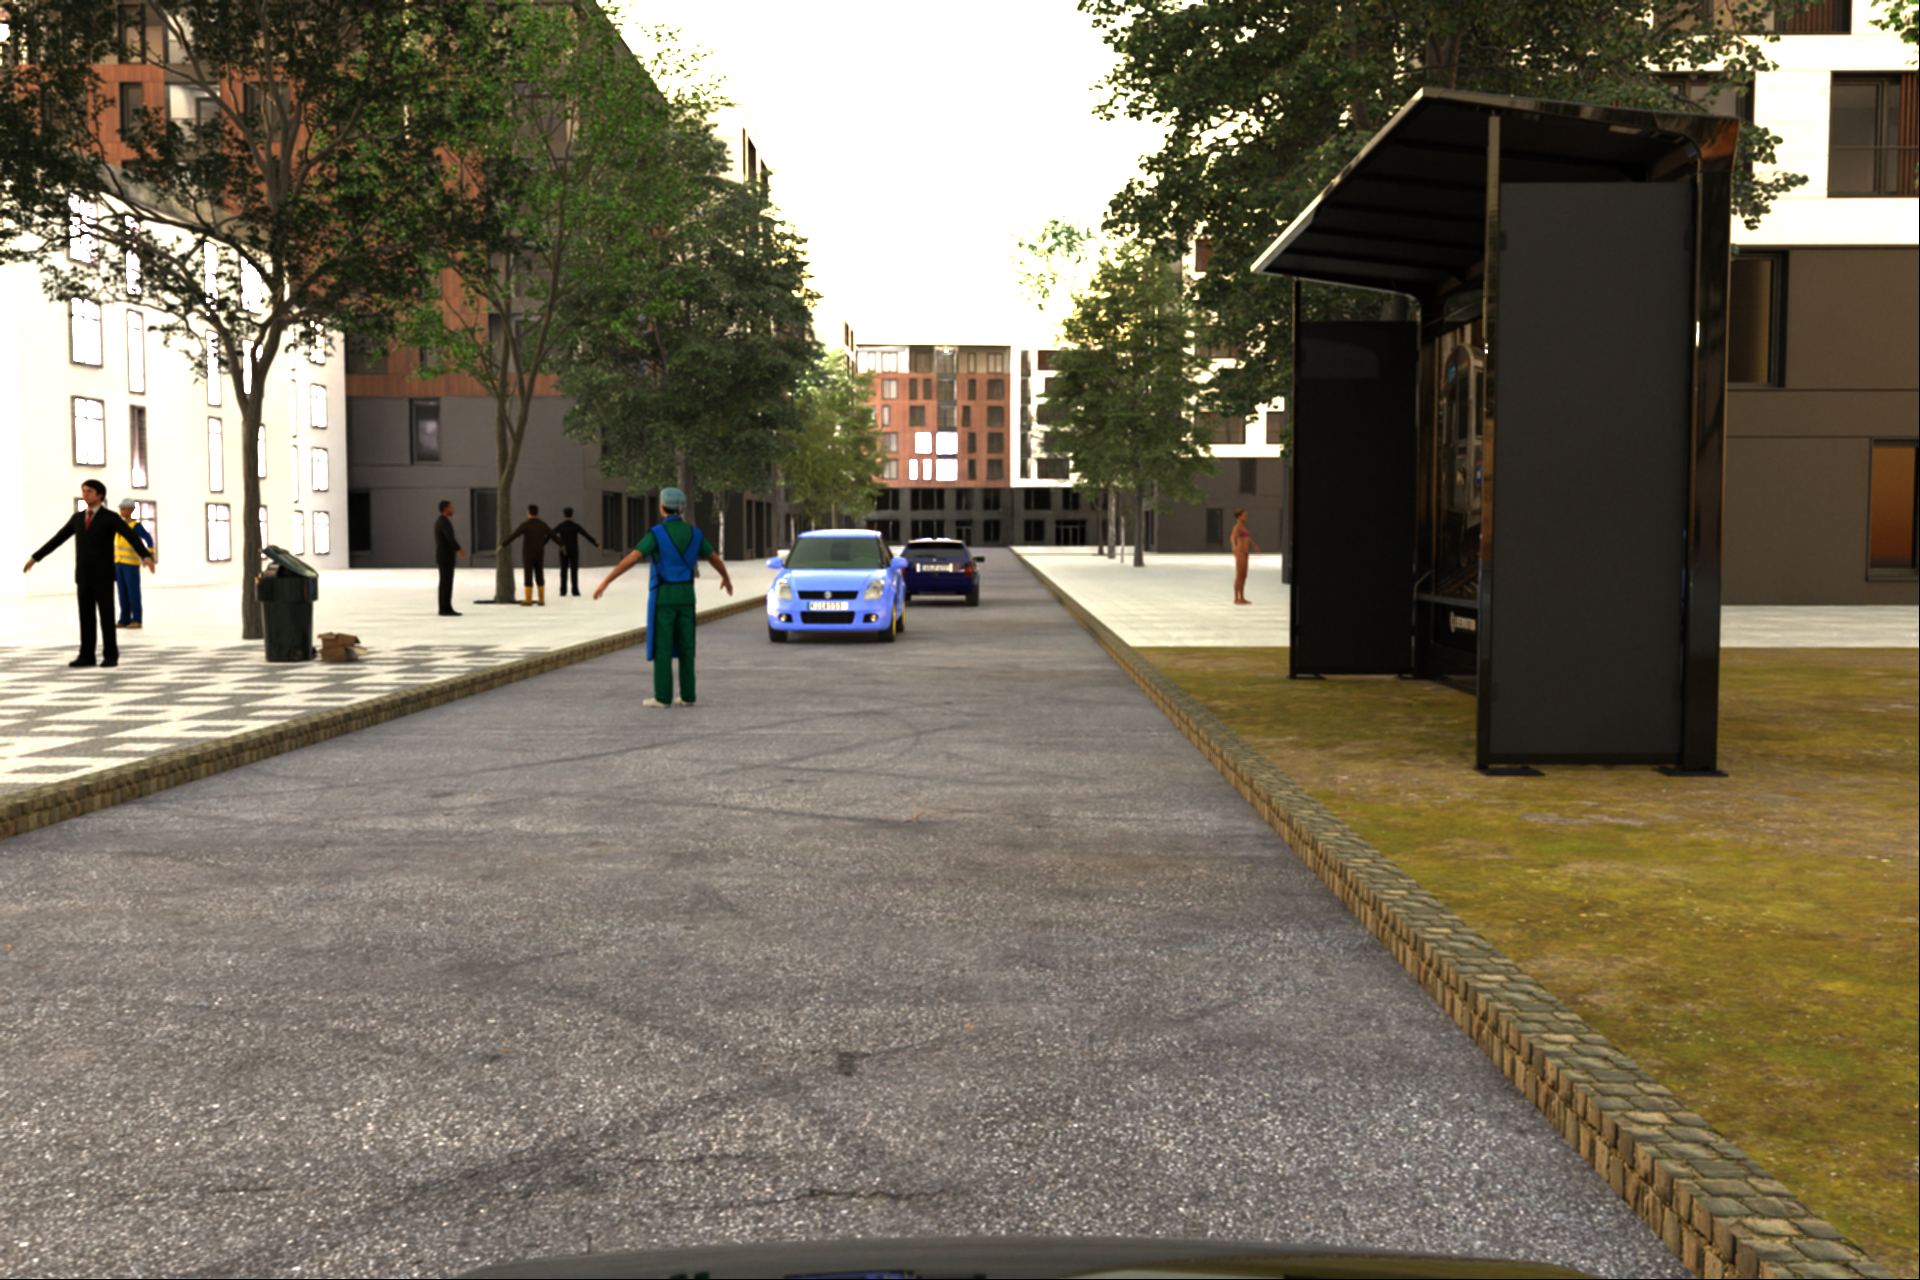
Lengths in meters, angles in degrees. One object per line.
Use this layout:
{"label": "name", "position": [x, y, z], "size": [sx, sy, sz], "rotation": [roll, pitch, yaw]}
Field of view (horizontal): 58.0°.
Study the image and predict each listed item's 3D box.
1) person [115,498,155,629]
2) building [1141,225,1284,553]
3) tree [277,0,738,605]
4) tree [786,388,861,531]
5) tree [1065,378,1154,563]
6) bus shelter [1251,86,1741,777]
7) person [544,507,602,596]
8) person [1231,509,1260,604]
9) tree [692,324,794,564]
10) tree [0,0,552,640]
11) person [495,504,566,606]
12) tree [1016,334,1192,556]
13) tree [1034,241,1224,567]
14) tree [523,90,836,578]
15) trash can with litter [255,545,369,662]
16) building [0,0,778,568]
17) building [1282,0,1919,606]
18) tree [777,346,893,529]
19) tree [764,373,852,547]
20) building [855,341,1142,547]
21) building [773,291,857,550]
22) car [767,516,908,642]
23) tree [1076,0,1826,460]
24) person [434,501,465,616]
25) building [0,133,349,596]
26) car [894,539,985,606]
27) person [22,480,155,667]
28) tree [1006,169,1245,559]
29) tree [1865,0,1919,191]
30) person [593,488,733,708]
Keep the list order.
{"label": "person", "position": [-11.371, -1.044, 23.531], "size": [1.216, 1.772, 0.721], "rotation": [2, 4, 24]}
{"label": "building", "position": [27.458, -17.551, 130.940], "size": [27.936, 21.610, 32.646], "rotation": [0, 4, 1]}
{"label": "tree", "position": [-8.263, -6.486, 31.799], "size": [9.928, 11.665, 9.643], "rotation": [0, 3, 0]}
{"label": "tree", "position": [-7.081, -8.282, 85.774], "size": [4.737, 8.622, 4.395], "rotation": [0, 3, 0]}
{"label": "tree", "position": [7.363, -7.696, 76.192], "size": [4.360, 8.622, 3.978], "rotation": [0, 3, 0]}
{"label": "bus shelter", "position": [3.355, -1.281, 12.229], "size": [1.731, 3.624, 6.357], "rotation": [0, 4, 1]}
{"label": "person", "position": [-8.132, -1.841, 36.036], "size": [1.347, 1.837, 0.705], "rotation": [0, 4, -5]}
{"label": "person", "position": [5.244, -1.531, 31.828], "size": [0.721, 1.733, 1.217], "rotation": [2, 4, 30]}
{"label": "tree", "position": [-8.489, -6.699, 59.895], "size": [4.360, 8.622, 3.978], "rotation": [0, 3, 0]}
{"label": "tree", "position": [-8.700, -5.267, 20.536], "size": [8.767, 10.594, 7.601], "rotation": [0, 4, 6]}
{"label": "person", "position": [-7.655, -1.523, 31.035], "size": [1.346, 1.812, 0.704], "rotation": [-3, 4, -37]}
{"label": "tree", "position": [8.297, -11.764, 102.708], "size": [12.009, 13.543, 11.850], "rotation": [0, 3, 0]}
{"label": "tree", "position": [6.634, -9.154, 67.794], "size": [7.486, 12.596, 7.792], "rotation": [0, 3, 0]}
{"label": "tree", "position": [-7.934, -8.791, 50.394], "size": [9.857, 13.997, 8.962], "rotation": [0, 3, 0]}
{"label": "trash can with litter", "position": [-6.539, -0.374, 17.504], "size": [1.055, 1.170, 0.624], "rotation": [0, 4, 1]}
{"label": "building", "position": [-24.309, -14.460, 80.391], "size": [27.936, 21.610, 32.646], "rotation": [0, 4, 1]}
{"label": "building", "position": [22.335, -12.391, 46.562], "size": [27.936, 21.610, 32.646], "rotation": [0, 4, 1]}
{"label": "tree", "position": [-7.917, -11.451, 105.357], "size": [7.486, 12.596, 7.792], "rotation": [0, 3, 0]}
{"label": "tree", "position": [-7.157, -7.686, 76.023], "size": [4.737, 8.622, 4.395], "rotation": [0, 3, 0]}
{"label": "building", "position": [2.433, -21.365, 195.754], "size": [32.646, 21.610, 27.936], "rotation": [0, 4, -4]}
{"label": "building", "position": [-24.474, -18.992, 154.492], "size": [27.936, 21.610, 32.646], "rotation": [0, 4, 1]}
{"label": "car", "position": [-1.671, -0.888, 24.114], "size": [1.945, 1.707, 3.694], "rotation": [0, 4, 1]}
{"label": "tree", "position": [6.323, -7.151, 23.575], "size": [9.857, 13.997, 8.962], "rotation": [0, 3, 0]}
{"label": "person", "position": [-8.063, -1.287, 27.267], "size": [0.704, 1.802, 1.346], "rotation": [-2, 4, -29]}
{"label": "building", "position": [-23.511, -6.577, 49.682], "size": [9.099, 9.664, 28.070], "rotation": [0, 4, 1]}
{"label": "car", "position": [-0.465, -1.417, 35.743], "size": [1.945, 1.354, 3.894], "rotation": [0, 4, 1]}
{"label": "person", "position": [-8.386, -0.647, 16.764], "size": [1.347, 1.806, 0.705], "rotation": [0, 4, 7]}
{"label": "tree", "position": [9.093, -14.258, 89.001], "size": [12.611, 20.169, 13.585], "rotation": [0, 3, 0]}
{"label": "tree", "position": [9.436, -5.274, 11.984], "size": [9.928, 11.665, 9.643], "rotation": [0, 3, 0]}
{"label": "person", "position": [-2.407, -0.355, 14.395], "size": [1.347, 1.817, 0.704], "rotation": [-3, 5, -43]}
